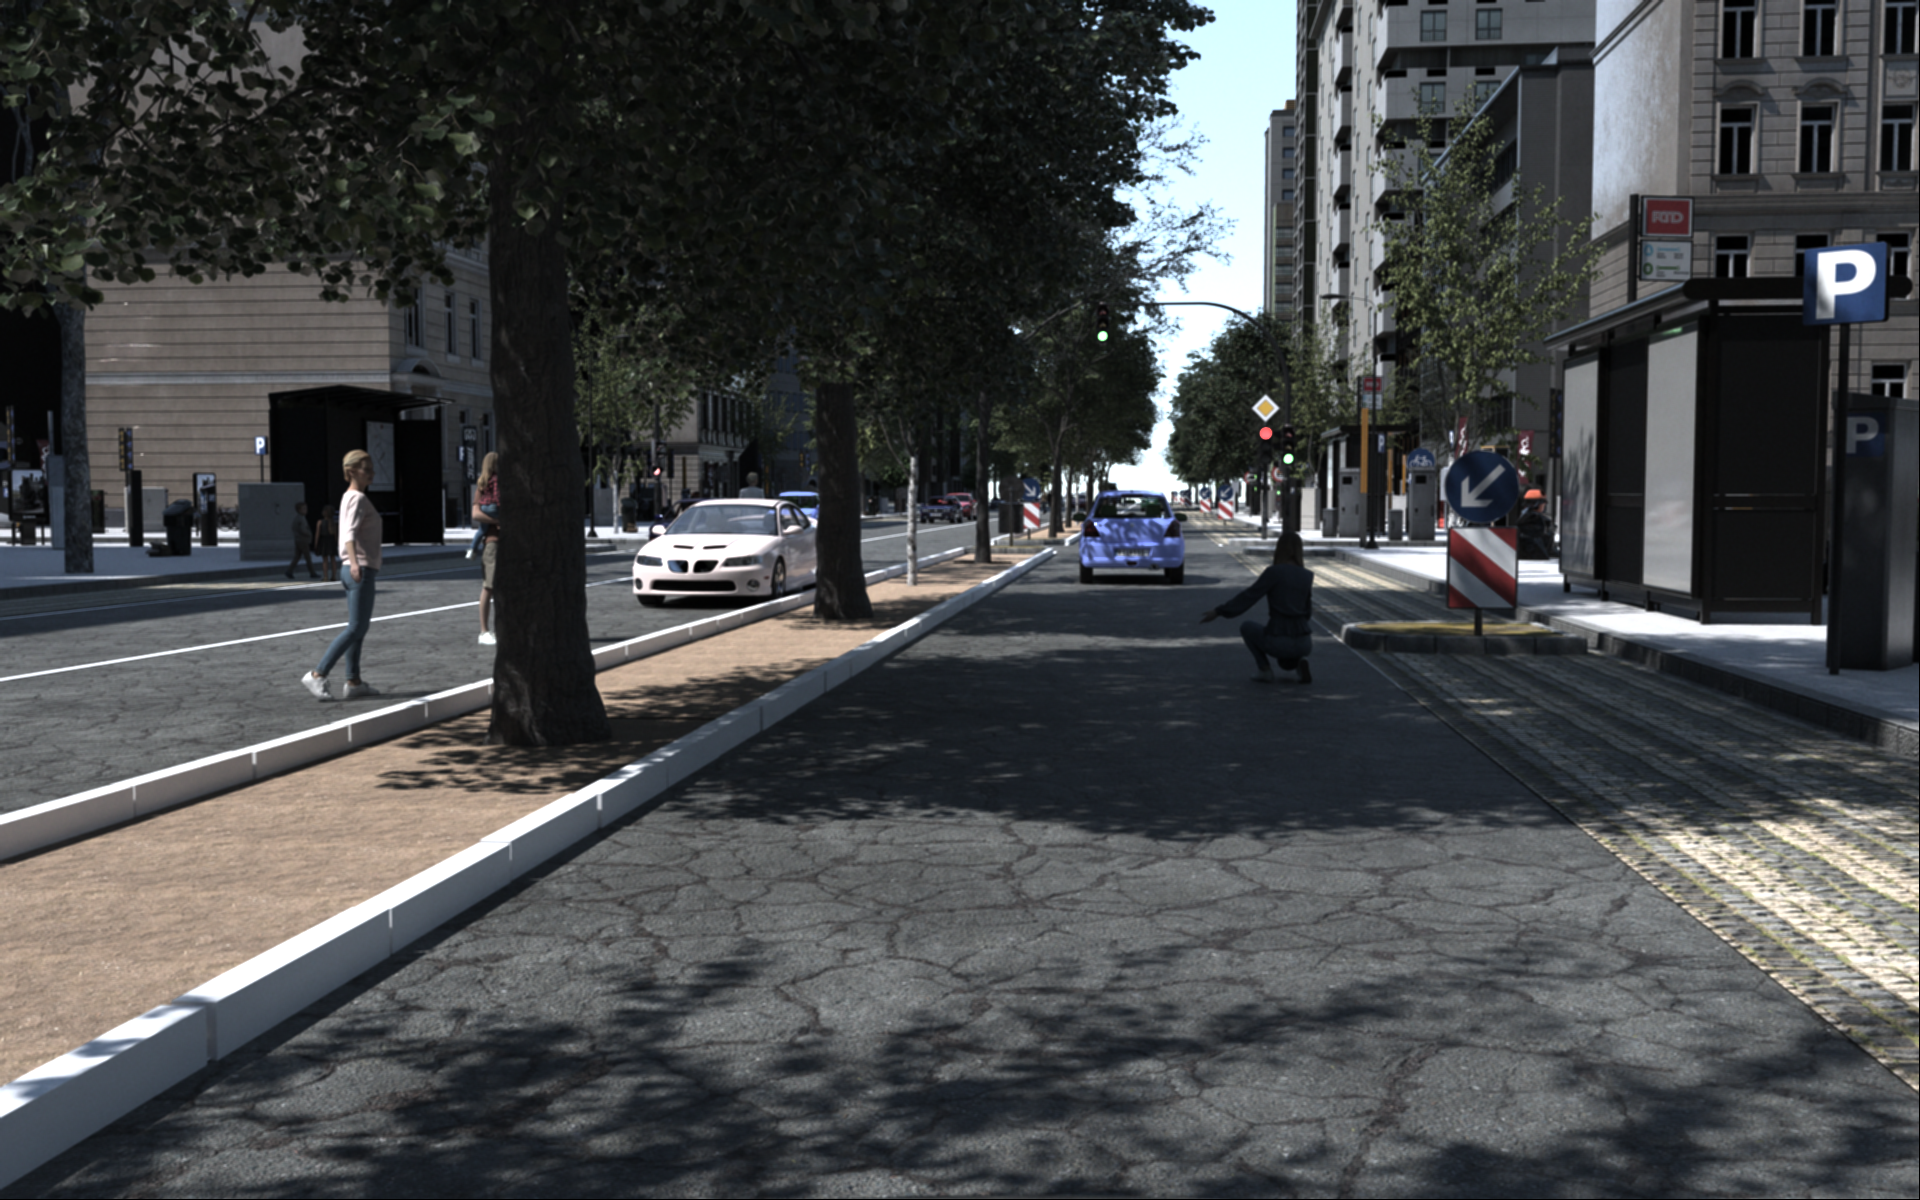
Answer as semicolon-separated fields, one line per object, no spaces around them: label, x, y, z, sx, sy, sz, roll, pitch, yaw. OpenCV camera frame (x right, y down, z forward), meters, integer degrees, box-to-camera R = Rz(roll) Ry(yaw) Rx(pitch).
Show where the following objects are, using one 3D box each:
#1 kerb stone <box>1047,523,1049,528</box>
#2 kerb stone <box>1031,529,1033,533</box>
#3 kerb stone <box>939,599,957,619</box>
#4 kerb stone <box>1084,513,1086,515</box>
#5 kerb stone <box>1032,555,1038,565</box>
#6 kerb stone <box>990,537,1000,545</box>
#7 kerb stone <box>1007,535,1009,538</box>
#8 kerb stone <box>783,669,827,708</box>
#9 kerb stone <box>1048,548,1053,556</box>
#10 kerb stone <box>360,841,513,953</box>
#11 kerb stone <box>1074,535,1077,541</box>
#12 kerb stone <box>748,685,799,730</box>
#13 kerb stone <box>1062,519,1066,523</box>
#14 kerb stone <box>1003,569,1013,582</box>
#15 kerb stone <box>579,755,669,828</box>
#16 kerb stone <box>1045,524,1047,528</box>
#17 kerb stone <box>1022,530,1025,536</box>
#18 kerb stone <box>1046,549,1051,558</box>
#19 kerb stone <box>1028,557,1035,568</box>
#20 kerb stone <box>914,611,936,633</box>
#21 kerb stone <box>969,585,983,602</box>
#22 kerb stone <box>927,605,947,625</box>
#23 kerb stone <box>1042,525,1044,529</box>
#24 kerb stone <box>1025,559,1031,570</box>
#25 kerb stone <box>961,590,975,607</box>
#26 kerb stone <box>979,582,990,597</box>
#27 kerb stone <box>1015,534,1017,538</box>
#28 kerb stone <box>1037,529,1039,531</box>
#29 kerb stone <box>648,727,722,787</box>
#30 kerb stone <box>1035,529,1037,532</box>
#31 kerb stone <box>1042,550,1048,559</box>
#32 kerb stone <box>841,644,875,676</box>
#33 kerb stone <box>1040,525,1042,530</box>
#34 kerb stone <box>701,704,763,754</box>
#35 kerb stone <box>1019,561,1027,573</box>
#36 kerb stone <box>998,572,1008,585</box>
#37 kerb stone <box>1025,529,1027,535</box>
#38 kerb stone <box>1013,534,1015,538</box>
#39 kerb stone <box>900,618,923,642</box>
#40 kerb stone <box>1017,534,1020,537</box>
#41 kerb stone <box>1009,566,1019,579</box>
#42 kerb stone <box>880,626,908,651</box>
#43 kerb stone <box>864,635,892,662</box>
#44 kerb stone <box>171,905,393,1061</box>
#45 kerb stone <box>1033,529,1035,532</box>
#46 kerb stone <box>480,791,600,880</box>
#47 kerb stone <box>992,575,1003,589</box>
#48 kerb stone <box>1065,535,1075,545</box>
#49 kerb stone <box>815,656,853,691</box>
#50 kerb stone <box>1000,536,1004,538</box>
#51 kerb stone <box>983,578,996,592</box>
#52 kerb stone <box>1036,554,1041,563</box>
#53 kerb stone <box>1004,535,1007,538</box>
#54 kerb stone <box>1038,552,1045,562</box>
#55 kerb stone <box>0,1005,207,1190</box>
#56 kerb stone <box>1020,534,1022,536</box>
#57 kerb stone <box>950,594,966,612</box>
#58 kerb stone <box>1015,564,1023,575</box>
kerb stone;3.485;-3.040;71.894;0.120;0.150;1.000;0;4;6
kerb stone;2.461;-2.479;62.723;0.120;0.150;1.000;0;4;6
kerb stone;-0.178;0.125;20.155;0.120;0.150;1.000;0;4;6
kerb stone;8.837;-5.960;119.759;0.120;0.150;1.000;0;4;6
kerb stone;1.406;-0.747;34.404;0.120;0.150;1.000;0;4;6
kerb stone;0.974;-1.670;49.493;0.120;0.150;1.000;0;4;6
kerb stone;1.323;-1.856;52.546;0.120;0.150;1.000;0;4;6
kerb stone;-1.092;0.623;12.008;0.120;0.150;1.000;0;4;6
kerb stone;1.984;-1.058;39.502;0.120;0.150;1.000;0;4;6
kerb stone;-1.772;1.003;5.894;0.120;0.150;1.000;0;4;6
kerb stone;3.300;-1.781;51.317;0.120;0.150;1.000;0;4;6
kerb stone;-1.198;0.686;10.986;0.120;0.150;1.000;0;4;6
kerb stone;5.529;-4.157;90.215;0.120;0.150;1.000;0;4;6
kerb stone;0.731;-0.373;28.301;0.120;0.150;1.000;0;4;6
kerb stone;-1.540;0.873;7.926;0.120;0.150;1.000;0;4;6
kerb stone;3.373;-2.974;70.878;0.120;0.150;1.000;0;4;6
kerb stone;2.007;-2.223;58.659;0.120;0.150;1.000;0;4;6
kerb stone;1.870;-0.991;38.486;0.120;0.150;1.000;0;4;6
kerb stone;1.298;-0.682;33.384;0.120;0.150;1.000;0;4;6
kerb stone;-0.404;0.249;18.123;0.120;0.150;1.000;0;4;6
kerb stone;0.168;-0.062;23.211;0.120;0.150;1.000;0;4;6
kerb stone;-0.295;0.187;19.140;0.120;0.150;1.000;0;4;6
kerb stone;3.147;-2.853;68.838;0.120;0.150;1.000;0;4;6
kerb stone;1.183;-0.621;32.368;0.120;0.150;1.000;0;4;6
kerb stone;0.049;0.004;22.189;0.120;0.150;1.000;0;4;6
kerb stone;0.277;-0.118;24.228;0.120;0.150;1.000;0;4;6
kerb stone;1.662;-2.043;55.600;0.120;0.150;1.000;0;4;6
kerb stone;2.805;-2.666;65.777;0.120;0.150;1.000;0;4;6
kerb stone;-1.428;0.810;8.947;0.120;0.150;1.000;0;4;6
kerb stone;2.685;-2.603;64.762;0.120;0.150;1.000;0;4;6
kerb stone;1.755;-0.934;37.468;0.120;0.150;1.000;0;4;6
kerb stone;-0.853;0.498;14.048;0.120;0.150;1.000;0;4;6
kerb stone;3.033;-2.788;67.814;0.120;0.150;1.000;0;4;6
kerb stone;-1.322;0.748;9.963;0.120;0.150;1.000;0;4;6
kerb stone;1.076;-0.560;31.351;0.120;0.150;1.000;0;4;6
kerb stone;0.617;-0.305;27.285;0.120;0.150;1.000;0;4;6
kerb stone;2.127;-2.291;59.674;0.120;0.150;1.000;0;4;6
kerb stone;1.556;-1.980;54.584;0.120;0.150;1.000;0;4;6
kerb stone;-0.519;0.318;17.108;0.120;0.150;1.000;0;4;6
kerb stone;1.780;-2.106;56.626;0.120;0.150;1.000;0;4;6
kerb stone;0.852;-0.436;29.316;0.120;0.150;1.000;0;4;6
kerb stone;-0.639;0.374;16.088;0.120;0.150;1.000;0;4;6
kerb stone;-0.750;0.440;15.071;0.120;0.150;1.000;0;4;6
kerb stone;-1.882;1.059;4.877;0.120;0.150;1.000;0;4;6
kerb stone;2.574;-2.540;63.742;0.120;0.150;1.000;0;4;6
kerb stone;-1.664;0.935;6.910;0.120;0.150;1.000;0;4;6
kerb stone;0.508;-0.249;26.268;0.120;0.150;1.000;0;4;6
kerb stone;3.185;-1.715;50.301;0.120;0.150;1.000;0;4;6
kerb stone;-0.972;0.560;13.033;0.120;0.150;1.000;0;4;6
kerb stone;1.094;-1.729;50.514;0.120;0.150;1.000;0;4;6
kerb stone;0.383;-0.186;25.244;0.120;0.150;1.000;0;4;6
kerb stone;1.522;-0.805;35.427;0.120;0.150;1.000;0;4;6
kerb stone;1.209;-1.794;51.531;0.120;0.150;1.000;0;4;6
kerb stone;1.642;-0.872;36.450;0.120;0.150;1.000;0;4;6
kerb stone;-2.004;1.123;3.853;0.120;0.150;1.000;0;4;6
kerb stone;1.895;-2.162;57.642;0.120;0.150;1.000;0;4;6
kerb stone;-0.069;0.063;21.172;0.120;0.150;1.000;0;4;6
kerb stone;0.954;-0.498;30.336;0.120;0.150;1.000;0;4;6
